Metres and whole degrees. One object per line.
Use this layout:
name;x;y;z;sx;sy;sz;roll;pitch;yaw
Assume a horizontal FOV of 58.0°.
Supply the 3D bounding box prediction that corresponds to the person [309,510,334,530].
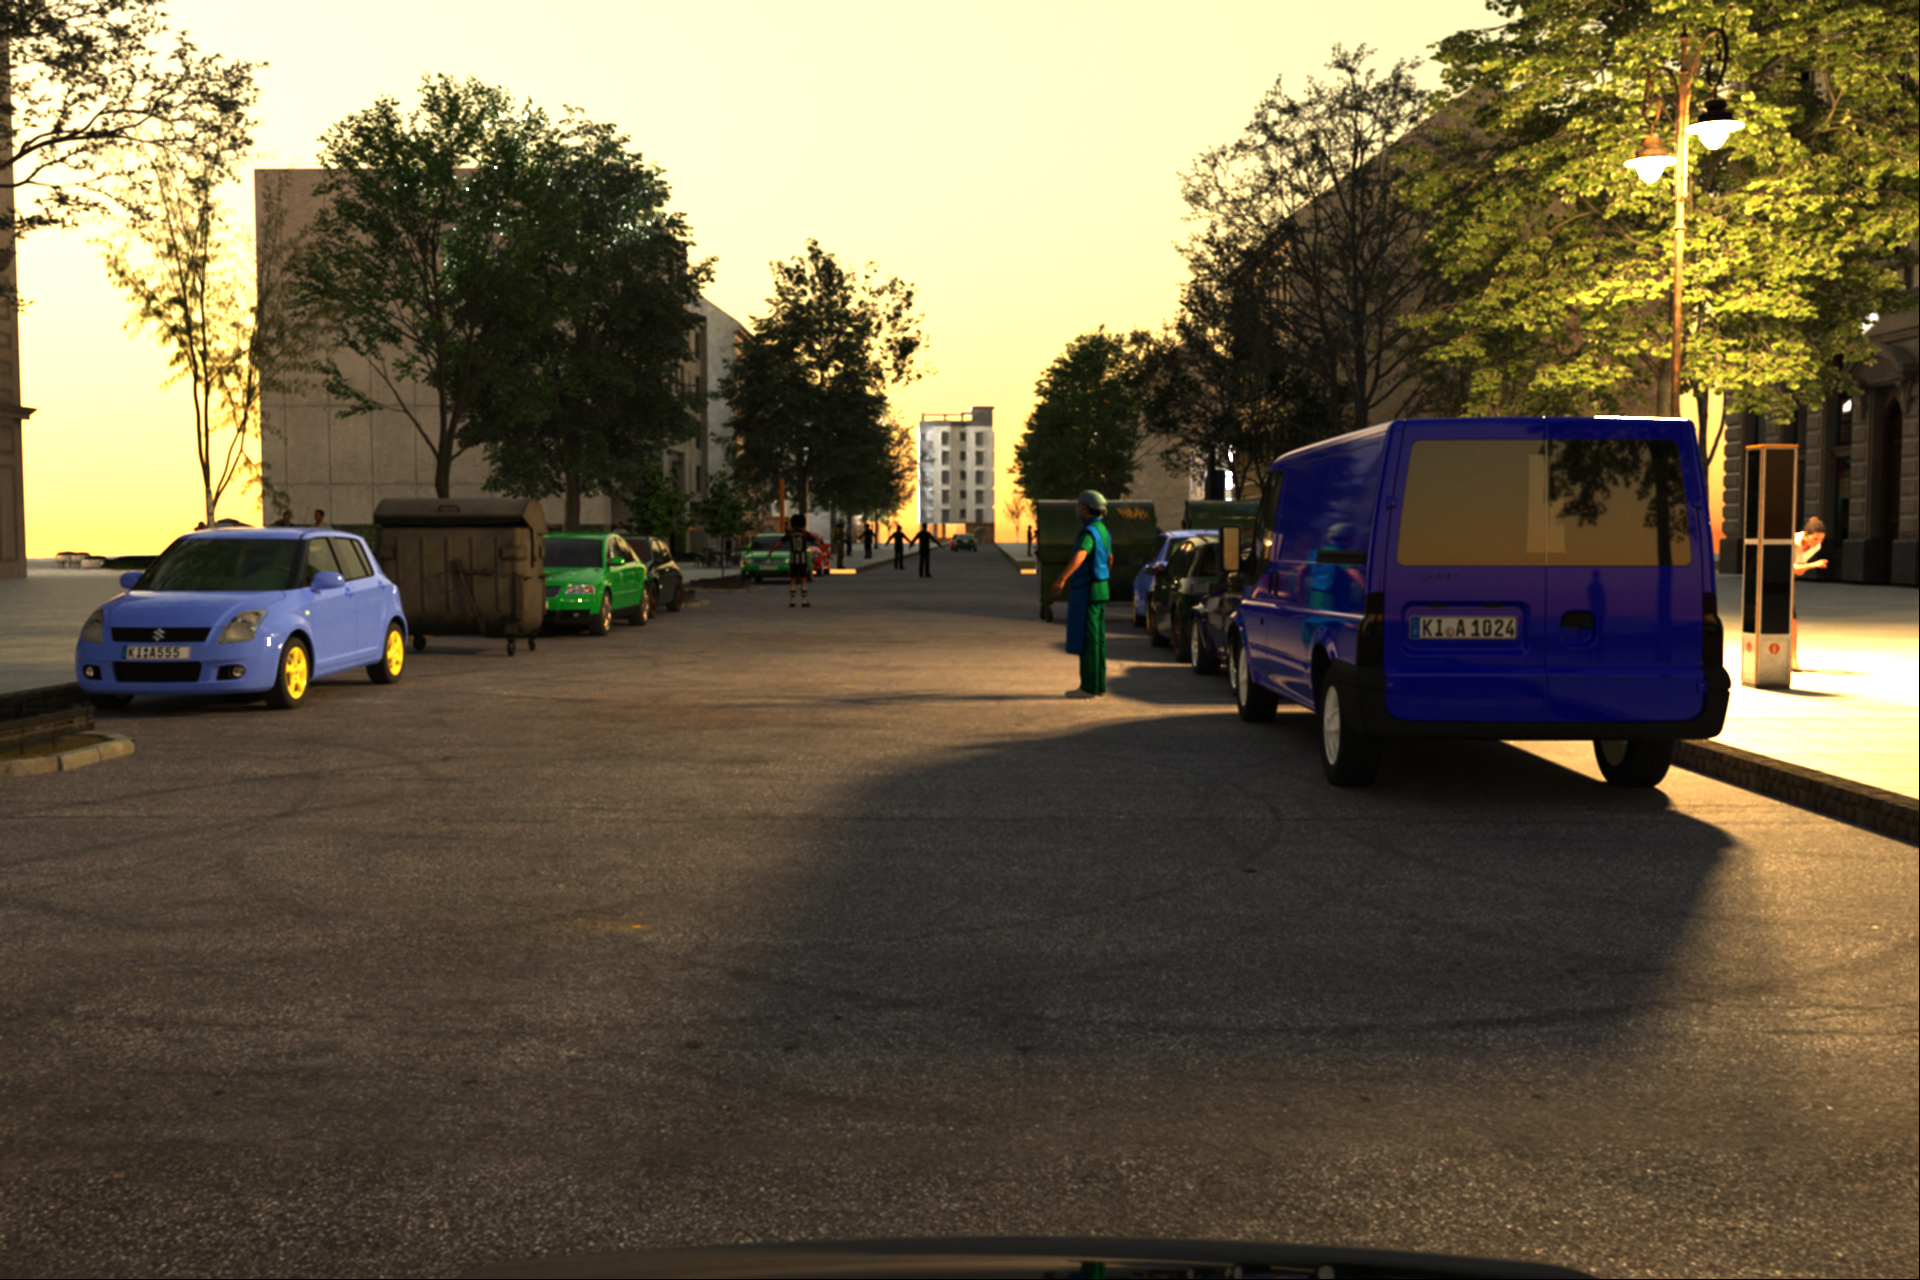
person;-14.016;-1.941;37.884;1.344;1.810;0.704;1;4;10

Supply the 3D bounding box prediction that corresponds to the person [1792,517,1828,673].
person;7.687;-0.416;16.036;0.799;1.438;0.628;3;5;43

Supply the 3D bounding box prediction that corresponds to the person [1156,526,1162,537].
person;5.560;-2.731;50.483;1.345;1.849;0.704;-1;4;-21

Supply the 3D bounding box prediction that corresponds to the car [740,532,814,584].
car;-5.387;-2.596;51.235;1.959;1.807;4.718;0;4;1

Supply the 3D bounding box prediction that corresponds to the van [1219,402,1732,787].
van;3.053;-0.433;11.457;2.240;2.365;5.245;0;4;0

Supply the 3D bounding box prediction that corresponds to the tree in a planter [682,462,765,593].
tree in a planter;-5.934;-2.813;43.210;1.991;3.239;1.994;0;4;1

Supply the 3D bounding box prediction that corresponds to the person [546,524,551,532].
person;-15.212;-3.476;63.301;1.216;1.772;0.721;-1;4;-10

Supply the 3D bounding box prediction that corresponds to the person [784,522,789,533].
person;-7.450;-4.192;74.682;0.704;1.812;1.346;1;4;9

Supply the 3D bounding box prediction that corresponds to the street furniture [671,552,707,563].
street furniture;-15.983;-3.696;76.061;10.072;0.657;5.734;-3;4;-37

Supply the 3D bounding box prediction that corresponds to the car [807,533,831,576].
car;-5.524;-3.123;60.108;2.155;1.783;4.494;0;4;1

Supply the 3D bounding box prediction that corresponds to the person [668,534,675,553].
person;-14.997;-5.080;89.775;0.721;1.740;1.216;0;4;0

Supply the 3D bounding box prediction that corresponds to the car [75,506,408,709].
car;-6.253;-0.350;15.313;1.945;1.707;3.694;0;4;1

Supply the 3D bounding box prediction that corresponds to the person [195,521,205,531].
person;-21.301;-2.518;48.682;0.593;1.643;0.415;3;5;44

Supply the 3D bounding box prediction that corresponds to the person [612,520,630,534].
person;-11.706;-3.262;59.801;1.216;1.778;0.721;-1;4;-20

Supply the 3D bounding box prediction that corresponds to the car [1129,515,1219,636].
car;3.489;-0.978;25.579;1.945;1.707;3.694;0;4;1

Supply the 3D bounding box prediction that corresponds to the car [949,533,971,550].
car;0.081;-8.785;152.679;2.155;1.783;4.494;0;4;1

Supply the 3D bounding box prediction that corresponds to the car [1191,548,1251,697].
car;3.251;-0.242;16.531;1.945;1.354;3.894;0;4;0

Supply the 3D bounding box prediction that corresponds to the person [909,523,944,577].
person;-1.158;-2.984;57.476;1.346;1.802;0.704;2;4;30

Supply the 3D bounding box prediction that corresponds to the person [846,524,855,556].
person;-6.346;-5.728;99.511;0.705;1.847;1.347;-1;4;-20

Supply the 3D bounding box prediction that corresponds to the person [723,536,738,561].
person;-11.158;-4.740;83.630;0.705;1.813;1.348;2;4;24

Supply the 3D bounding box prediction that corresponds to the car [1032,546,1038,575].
car;3.660;-3.066;62.490;2.083;1.381;4.827;0;4;1

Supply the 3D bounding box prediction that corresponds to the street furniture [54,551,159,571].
street furniture;-29.377;-2.965;64.108;10.072;0.657;5.734;3;5;42

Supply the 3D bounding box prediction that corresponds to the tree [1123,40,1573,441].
tree;9.690;-8.098;42.771;12.009;13.543;11.850;0;3;0

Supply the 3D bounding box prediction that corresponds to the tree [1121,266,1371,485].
tree;9.590;-7.591;58.532;8.767;10.594;7.601;1;4;8

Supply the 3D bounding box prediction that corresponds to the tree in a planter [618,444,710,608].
tree in a planter;-6.060;-2.281;34.513;1.991;3.239;1.994;0;4;2

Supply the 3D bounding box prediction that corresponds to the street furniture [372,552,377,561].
street furniture;-25.350;-3.711;76.299;5.734;0.657;10.072;0;4;-3

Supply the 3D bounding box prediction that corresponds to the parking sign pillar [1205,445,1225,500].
parking sign pillar;7.756;-3.940;52.893;1.447;3.967;1.447;0;4;1

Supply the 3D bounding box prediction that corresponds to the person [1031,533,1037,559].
person;4.070;-5.137;89.959;0.705;1.833;1.349;2;4;29

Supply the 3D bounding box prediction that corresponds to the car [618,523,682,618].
car;-6.034;-1.275;30.636;2.009;1.686;4.222;0;4;1

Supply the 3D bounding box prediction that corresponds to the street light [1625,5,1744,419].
street light;6.561;-2.634;15.862;0.468;5.910;1.993;0;4;1

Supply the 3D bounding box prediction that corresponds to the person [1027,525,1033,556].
person;4.044;-5.723;99.845;0.705;1.796;1.348;0;4;2

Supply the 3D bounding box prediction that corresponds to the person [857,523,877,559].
person;-4.839;-5.197;90.906;1.347;1.837;0.705;-3;5;-44

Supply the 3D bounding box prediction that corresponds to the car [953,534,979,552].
car;0.465;-7.944;141.689;2.131;1.459;4.920;0;4;1

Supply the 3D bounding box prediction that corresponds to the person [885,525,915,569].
person;-2.471;-3.771;70.341;1.346;1.802;0.704;2;4;26

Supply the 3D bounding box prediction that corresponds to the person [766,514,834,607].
person;-3.169;-1.559;34.088;1.345;1.843;0.704;0;4;5

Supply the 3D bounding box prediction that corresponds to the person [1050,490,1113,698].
person;1.116;-0.406;15.221;0.704;1.817;1.347;1;4;22

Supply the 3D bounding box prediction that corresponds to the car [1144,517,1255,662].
car;3.277;-0.675;20.822;2.009;1.686;4.222;0;4;0

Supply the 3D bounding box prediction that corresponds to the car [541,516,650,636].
car;-5.819;-1.037;25.758;1.959;1.807;4.718;0;4;1

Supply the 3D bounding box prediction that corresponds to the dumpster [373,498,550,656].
dumpster;-5.966;-0.767;20.748;1.865;1.857;1.264;0;4;1

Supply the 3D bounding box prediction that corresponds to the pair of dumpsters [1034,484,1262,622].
pair of dumpsters;3.439;-1.446;28.585;4.436;2.255;1.574;0;3;0

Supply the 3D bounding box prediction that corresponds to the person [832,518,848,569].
person;-4.365;-3.535;63.563;0.705;1.858;1.354;-1;4;-16

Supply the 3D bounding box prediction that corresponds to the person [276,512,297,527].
person;-16.159;-2.177;41.637;1.345;1.823;0.704;-2;4;-27
